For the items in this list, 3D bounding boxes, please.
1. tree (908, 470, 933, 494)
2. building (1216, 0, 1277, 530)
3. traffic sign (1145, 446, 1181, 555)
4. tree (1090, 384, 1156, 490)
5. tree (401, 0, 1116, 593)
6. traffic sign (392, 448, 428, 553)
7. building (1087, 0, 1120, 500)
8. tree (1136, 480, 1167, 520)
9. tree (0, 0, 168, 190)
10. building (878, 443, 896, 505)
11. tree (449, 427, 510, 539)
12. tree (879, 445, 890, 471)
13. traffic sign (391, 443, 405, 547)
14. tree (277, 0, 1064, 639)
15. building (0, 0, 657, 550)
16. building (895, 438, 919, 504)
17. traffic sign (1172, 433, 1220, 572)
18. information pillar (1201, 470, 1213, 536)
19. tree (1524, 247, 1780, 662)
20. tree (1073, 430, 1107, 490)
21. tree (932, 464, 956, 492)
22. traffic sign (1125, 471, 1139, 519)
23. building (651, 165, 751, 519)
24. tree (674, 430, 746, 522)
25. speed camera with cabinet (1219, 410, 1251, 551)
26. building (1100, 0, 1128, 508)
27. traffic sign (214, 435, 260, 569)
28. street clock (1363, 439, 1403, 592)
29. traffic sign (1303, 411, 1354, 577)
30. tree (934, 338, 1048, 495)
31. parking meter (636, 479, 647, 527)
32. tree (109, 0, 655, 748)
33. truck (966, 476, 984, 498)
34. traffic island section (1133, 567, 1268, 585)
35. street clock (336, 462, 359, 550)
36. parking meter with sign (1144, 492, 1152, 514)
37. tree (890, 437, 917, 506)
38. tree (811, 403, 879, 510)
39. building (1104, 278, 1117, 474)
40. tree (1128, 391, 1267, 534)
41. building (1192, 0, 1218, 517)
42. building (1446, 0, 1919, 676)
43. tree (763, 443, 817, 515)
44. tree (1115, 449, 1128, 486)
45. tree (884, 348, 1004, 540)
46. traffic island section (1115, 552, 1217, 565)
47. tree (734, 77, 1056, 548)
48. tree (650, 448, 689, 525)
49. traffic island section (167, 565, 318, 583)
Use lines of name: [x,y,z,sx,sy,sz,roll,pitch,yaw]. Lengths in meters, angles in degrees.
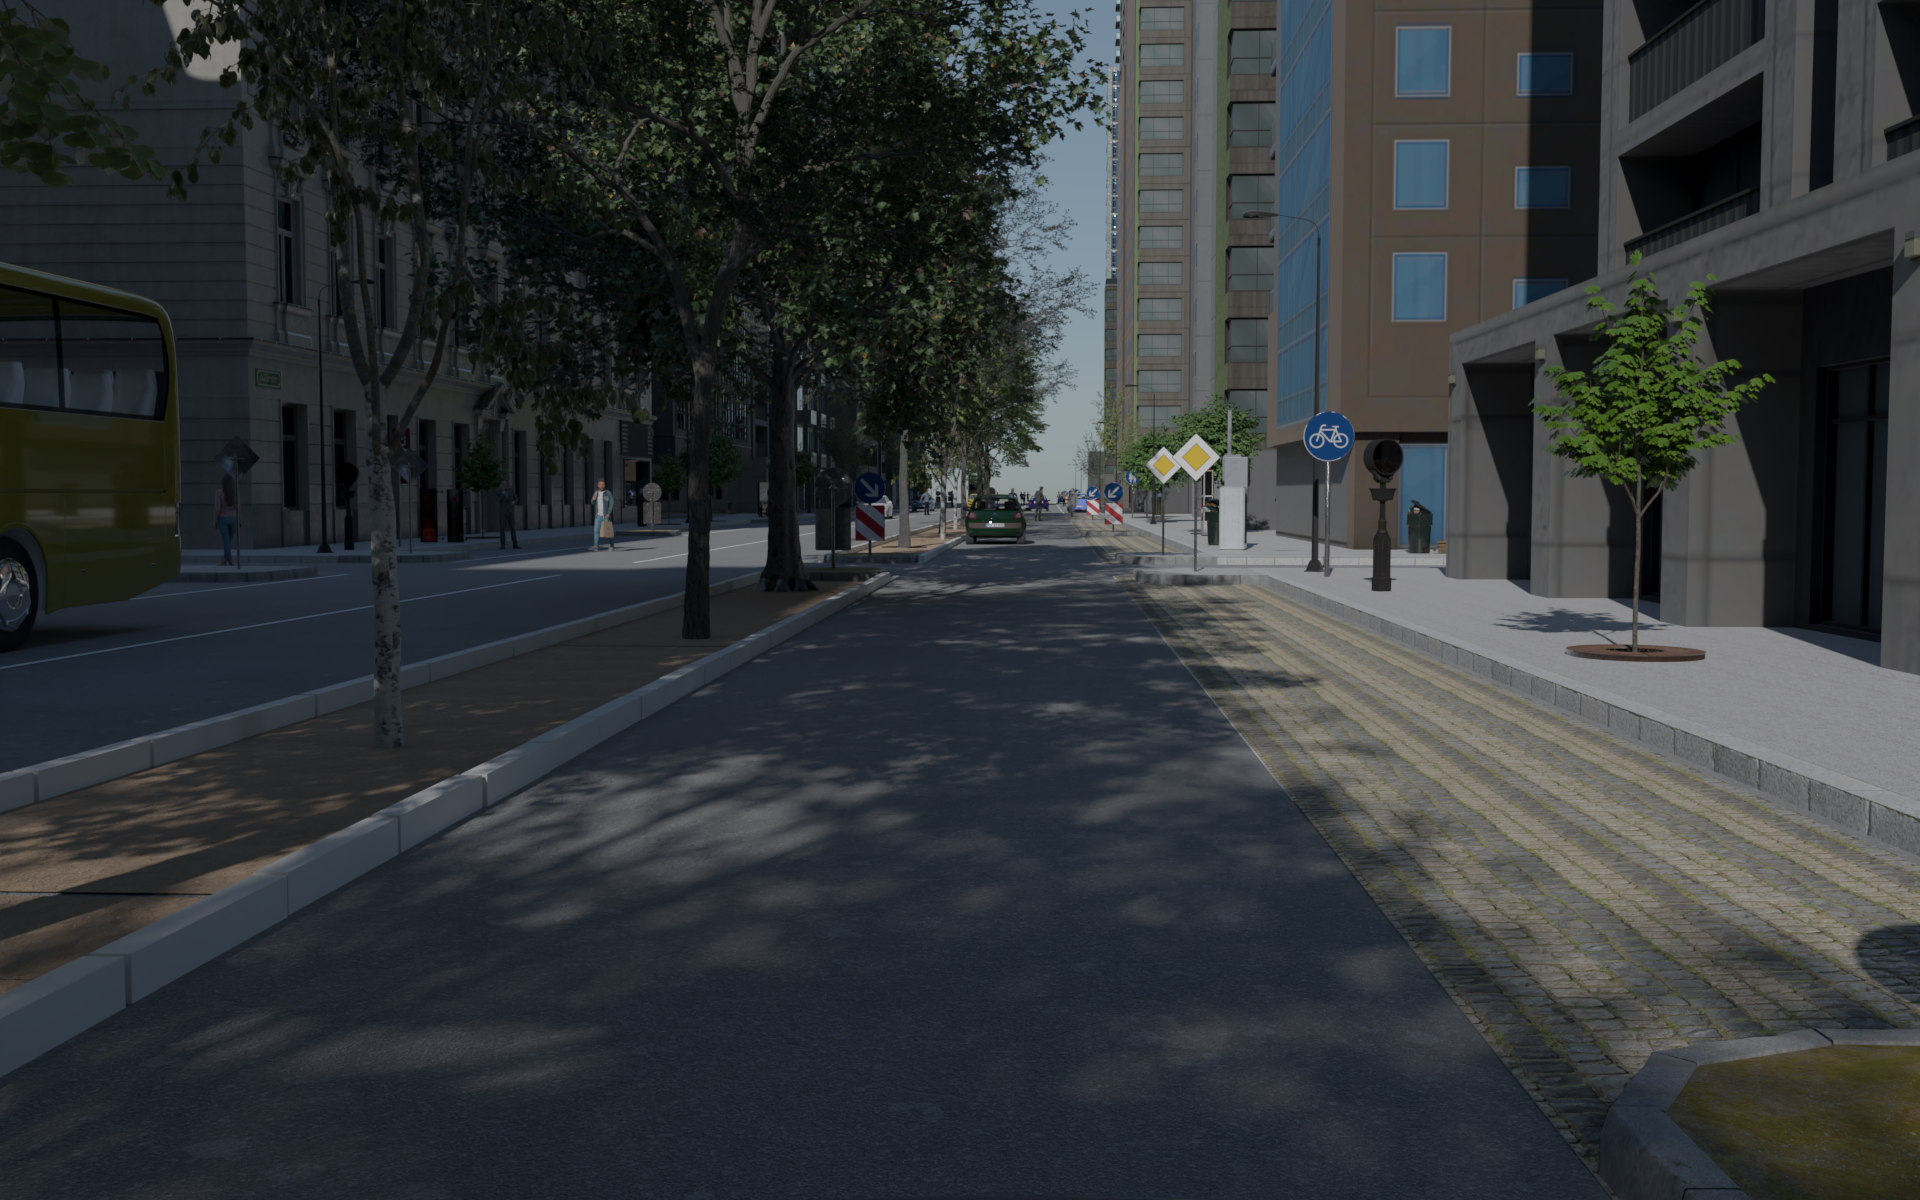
tree: [-4.987,-14.090,214.087,4.285,4.588,4.351,0,3,0]
building: [16.867,-18.092,67.509,14.160,30.474,14.107,0,4,3]
traffic sign: [4.294,-2.015,36.582,0.795,2.450,0.064,0,4,3]
tree: [10.597,-10.076,115.099,4.737,8.622,4.395,0,3,0]
tree: [-2.598,-6.458,25.058,9.611,12.733,9.660,0,3,0]
traffic sign: [-11.878,-2.066,37.418,0.795,2.450,0.064,0,4,3]
building: [30.307,-57.495,252.714,22.319,86.520,31.000,0,4,3]
tree: [9.964,-5.652,87.018,1.663,3.219,1.824,0,3,0]
tree: [-3.498,-5.046,3.093,7.486,12.596,7.792,0,3,0]
building: [-15.200,-26.524,205.364,14.160,30.474,14.107,0,4,3]
tree: [-13.892,-3.381,49.886,1.663,3.219,1.824,0,3,0]
tree: [-8.558,-11.663,141.059,4.360,8.622,3.978,0,3,0]
traffic sign: [-13.622,-2.572,42.060,0.884,2.594,0.081,1,4,11]
tree: [-2.642,-4.866,16.425,8.767,10.594,7.601,0,4,3]
building: [-23.127,-17.398,60.879,17.030,29.872,44.131,0,4,3]
building: [-16.844,-41.859,226.390,21.231,58.520,28.212,0,4,3]
traffic sign: [3.891,-1.527,28.608,0.795,2.450,0.064,0,4,3]
information pillar: [7.557,-2.967,52.998,0.304,2.012,0.304,0,4,-8]
tree: [5.343,-1.172,13.760,1.663,3.219,1.824,0,3,0]
tree: [15.204,-15.201,198.894,4.360,8.622,3.978,0,3,0]
tree: [-2.568,-18.986,260.783,4.360,8.622,3.978,0,3,0]
traffic sign: [9.006,-5.522,90.385,0.768,2.556,0.104,1,4,12]
building: [-20.477,-18.452,95.196,14.314,27.812,24.014,0,4,3]
tree: [-11.719,-5.971,81.336,4.285,4.588,4.351,0,3,0]
speed camera with cabinet: [6.390,-2.805,40.195,0.660,3.252,2.038,1,4,13]
building: [27.913,-47.353,212.470,20.563,71.187,20.611,0,4,3]
traffic sign: [-12.281,-1.578,29.443,0.795,2.450,0.064,0,4,3]
street clock: [5.568,-1.117,22.828,0.471,2.002,0.358,-1,4,-18]
traffic sign: [5.684,-1.630,26.758,0.768,2.556,0.104,1,4,10]
tree: [1.541,-10.455,99.159,9.928,11.665,9.643,0,3,0]
parking meter: [-12.544,-3.821,68.192,0.399,1.863,0.255,-1,4,-17]
tree: [-3.225,-3.454,9.287,4.360,8.622,3.978,0,3,0]
truck: [2.477,-16.464,258.099,2.839,4.237,11.283,0,4,1]
traffic island section: [3.915,-0.392,28.684,2.009,0.180,2.903,0,4,3]
street clock: [-13.985,-2.143,39.603,0.471,2.002,0.358,0,4,-8]
parking meter with sign: [12.360,-6.969,110.197,0.543,3.016,1.738,-2,4,-31]
tree: [-6.548,-14.351,184.993,4.360,8.622,3.978,0,3,0]
tree: [-9.081,-11.051,131.039,4.360,8.622,3.978,0,3,0]
building: [26.222,-28.129,231.616,14.160,30.474,14.107,0,4,3]
tree: [8.200,-4.392,55.516,4.285,4.588,4.351,0,3,0]
building: [23.647,-33.869,95.754,21.231,58.520,28.212,0,4,3]
building: [17.184,-35.204,13.843,20.563,71.187,20.611,0,4,3]
tree: [-10.505,-7.557,107.269,4.285,4.588,4.351,0,3,0]
tree: [9.185,-5.795,78.458,4.285,4.588,4.351,0,3,0]
tree: [-0.565,-6.204,54.252,4.737,8.622,4.395,0,3,0]
traffic island section: [4.318,-0.879,36.659,2.009,0.180,2.903,0,4,3]
tree: [-1.499,-8.126,45.682,12.009,13.543,11.850,0,3,0]
tree: [-12.040,-4.757,72.379,1.663,3.219,1.824,0,3,0]
traffic island section: [-12.305,-0.442,29.506,2.009,0.180,2.903,0,4,3]
